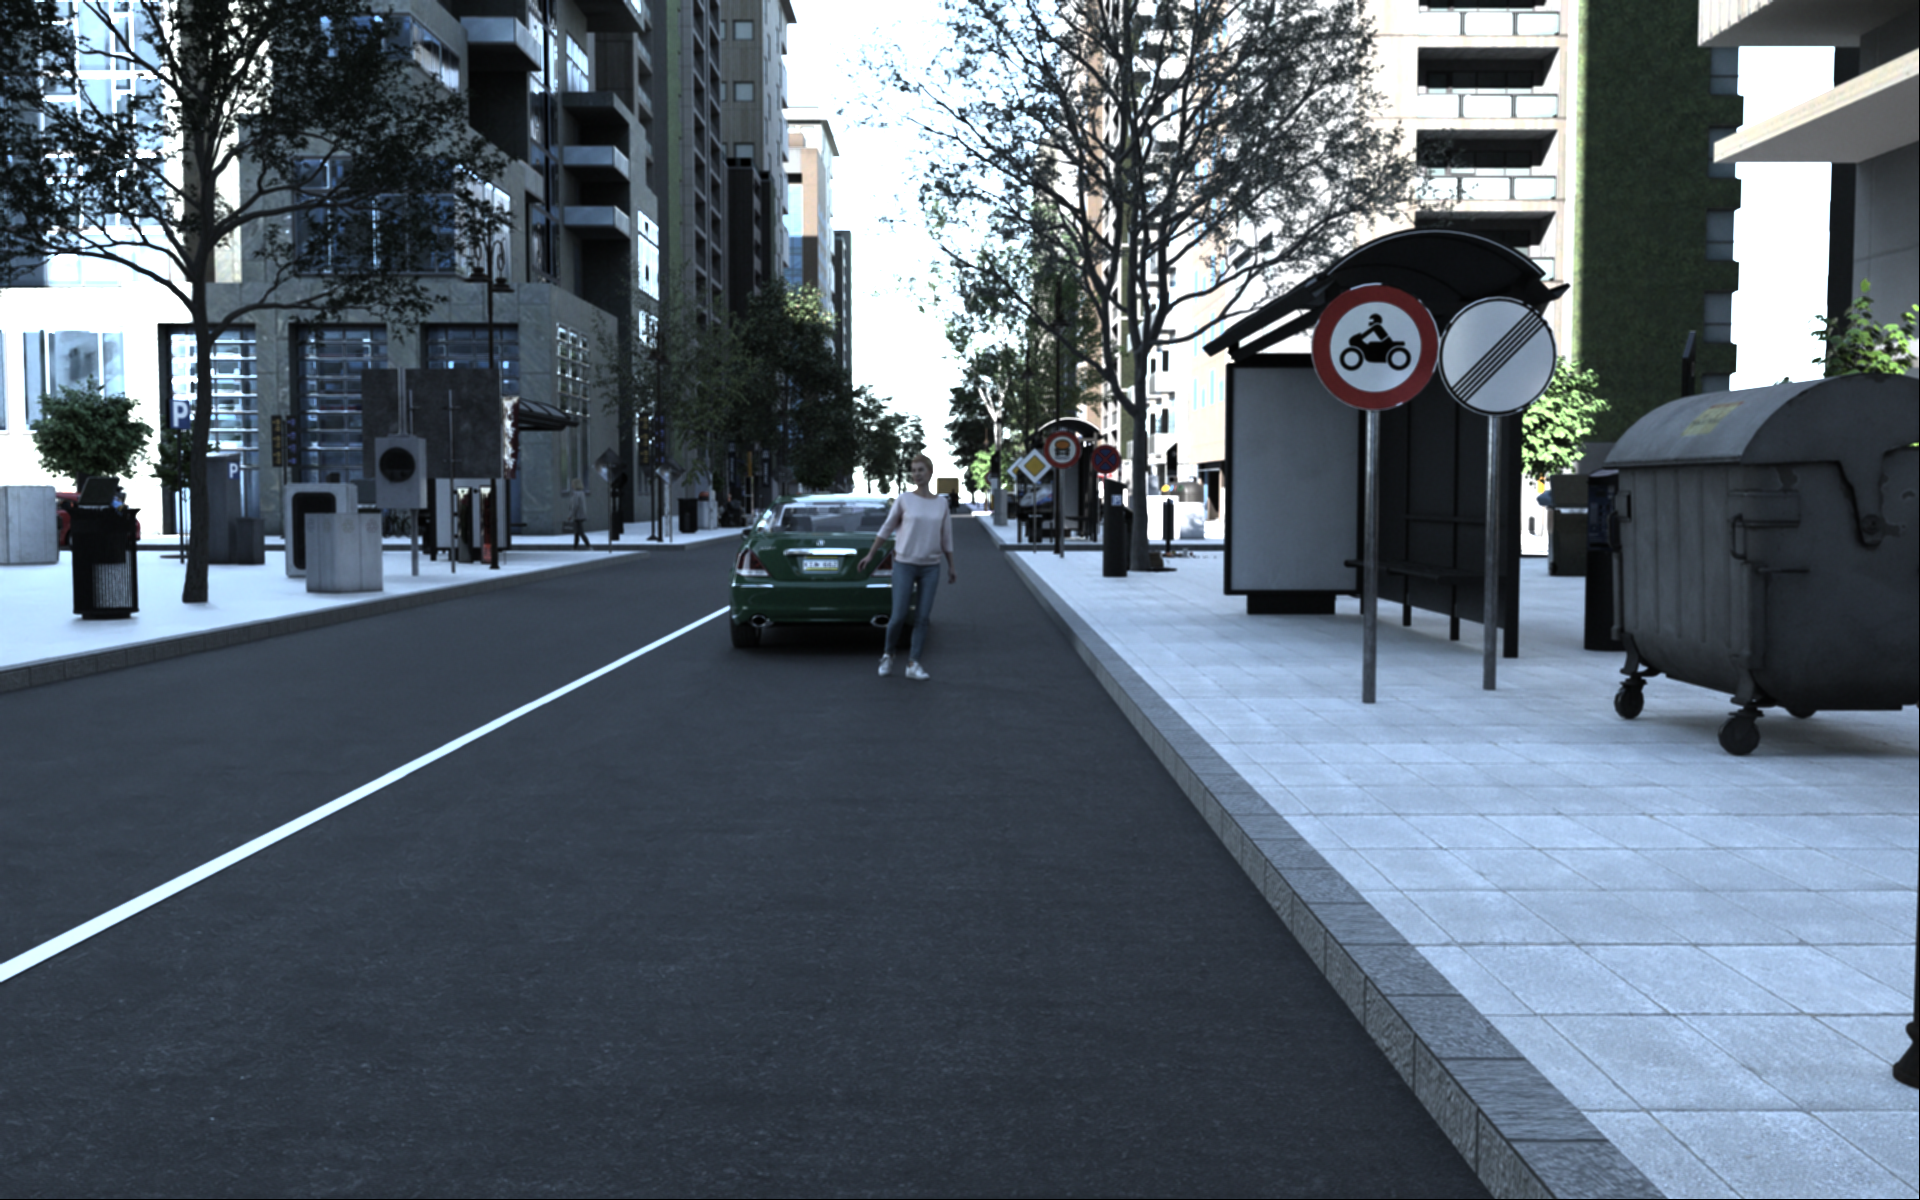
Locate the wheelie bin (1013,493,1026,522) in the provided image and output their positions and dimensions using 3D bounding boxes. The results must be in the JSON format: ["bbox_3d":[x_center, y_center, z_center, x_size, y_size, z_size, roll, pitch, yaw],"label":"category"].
[{"bbox_3d":[2.920,-4.342,78.902,0.980,1.594,0.693,0,4,8],"label":"wheelie bin"}]

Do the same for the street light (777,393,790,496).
[{"bbox_3d":[-8.111,-6.536,79.647,0.468,5.910,1.993,0,3,0],"label":"street light"}]

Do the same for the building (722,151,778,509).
[{"bbox_3d":[-23.427,-23.044,148.466,14.160,30.474,14.107,0,3,0],"label":"building"}]

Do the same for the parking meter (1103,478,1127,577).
[{"bbox_3d":[2.409,-1.130,26.880,0.372,1.533,0.369,0,3,0],"label":"parking meter"}]

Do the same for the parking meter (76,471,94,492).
[{"bbox_3d":[-22.548,-2.385,44.701,0.399,1.863,0.255,-3,5,-45],"label":"parking meter"}]

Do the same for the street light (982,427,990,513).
[{"bbox_3d":[1.835,-9.018,120.232,0.468,5.910,1.993,0,3,0],"label":"street light"}]

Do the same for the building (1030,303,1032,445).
[{"bbox_3d":[16.740,-28.886,243.991,14.160,30.474,14.107,0,3,0],"label":"building"}]

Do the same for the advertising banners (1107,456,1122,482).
[{"bbox_3d":[7.224,-5.172,80.749,0.090,3.025,2.074,-1,4,-11],"label":"advertising banners"}]

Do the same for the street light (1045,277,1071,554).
[{"bbox_3d":[2.089,-3.928,37.017,0.468,5.910,1.993,0,3,0],"label":"street light"}]

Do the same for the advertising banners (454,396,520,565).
[{"bbox_3d":[-8.633,-2.166,31.610,2.074,3.025,0.090,3,5,41],"label":"advertising banners"}]

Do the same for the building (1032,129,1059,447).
[{"bbox_3d":[20.475,-36.762,224.759,21.300,48.544,21.600,0,3,0],"label":"building"}]

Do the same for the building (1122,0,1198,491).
[{"bbox_3d":[22.091,-29.672,104.752,23.786,49.044,30.456,0,3,0],"label":"building"}]

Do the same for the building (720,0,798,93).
[{"bbox_3d":[-31.046,-35.431,168.533,28.713,52.752,27.495,0,3,0],"label":"building"}]

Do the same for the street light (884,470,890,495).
[{"bbox_3d":[-8.391,-14.244,205.684,0.468,5.910,1.993,0,3,0],"label":"street light"}]

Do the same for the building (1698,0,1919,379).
[{"bbox_3d":[25.591,-26.016,14.595,28.713,52.752,27.495,0,3,0],"label":"building"}]

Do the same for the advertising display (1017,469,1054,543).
[{"bbox_3d":[1.967,-2.450,45.269,0.974,1.923,0.123,0,4,0],"label":"advertising display"}]

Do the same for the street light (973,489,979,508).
[{"bbox_3d":[1.714,-11.610,162.618,0.468,5.910,1.993,0,3,0],"label":"street light"}]

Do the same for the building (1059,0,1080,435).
[{"bbox_3d":[20.391,-38.639,173.752,21.231,58.520,28.212,0,3,0],"label":"building"}]

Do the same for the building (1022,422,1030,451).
[{"bbox_3d":[23.658,-25.751,266.075,27.650,21.520,28.899,0,3,0],"label":"building"}]

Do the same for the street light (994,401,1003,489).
[{"bbox_3d":[1.928,-6.932,86.133,0.468,5.910,1.993,0,3,0],"label":"street light"}]

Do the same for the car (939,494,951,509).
[{"bbox_3d":[-1.609,-9.581,168.653,2.014,1.417,4.499,0,4,1],"label":"car"}]

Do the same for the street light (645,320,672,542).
[{"bbox_3d":[-8.032,-4.492,46.234,0.468,5.910,1.993,0,3,0],"label":"street light"}]

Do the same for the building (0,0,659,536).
[{"bbox_3d":[-23.666,-46.076,66.013,22.319,86.520,31.000,0,3,0],"label":"building"}]

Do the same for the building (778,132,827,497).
[{"bbox_3d":[-24.223,-34.769,218.587,14.600,45.320,14.200,0,3,0],"label":"building"}]

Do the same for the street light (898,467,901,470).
[{"bbox_3d":[-8.404,-16.289,239.116,0.468,5.910,1.993,0,3,0],"label":"street light"}]

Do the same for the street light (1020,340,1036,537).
[{"bbox_3d":[2.033,-4.853,52.142,0.468,5.910,1.993,0,3,0],"label":"street light"}]

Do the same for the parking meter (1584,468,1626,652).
[{"bbox_3d":[5.347,-0.357,14.243,0.372,1.533,0.369,0,3,0],"label":"parking meter"}]

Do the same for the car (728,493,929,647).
[{"bbox_3d":[-1.233,-0.356,17.625,2.131,1.459,4.920,0,3,0],"label":"car"}]

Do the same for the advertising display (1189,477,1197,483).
[{"bbox_3d":[8.623,-3.608,64.204,0.123,1.923,0.974,0,4,-2],"label":"advertising display"}]

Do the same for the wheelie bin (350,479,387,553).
[{"bbox_3d":[-12.778,-1.793,37.218,0.980,1.594,0.693,-1,4,-14],"label":"wheelie bin"}]

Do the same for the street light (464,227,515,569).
[{"bbox_3d":[-7.979,-3.470,29.515,0.468,5.910,1.993,0,3,0],"label":"street light"}]

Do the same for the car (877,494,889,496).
[{"bbox_3d":[-5.446,-6.398,116.412,2.131,1.459,4.920,0,4,0],"label":"car"}]

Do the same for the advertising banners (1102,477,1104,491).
[{"bbox_3d":[8.786,-7.104,112.339,2.074,3.025,0.090,-1,4,-22],"label":"advertising banners"}]

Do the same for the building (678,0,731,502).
[{"bbox_3d":[-26.517,-42.280,129.534,20.563,71.187,20.611,0,3,0],"label":"building"}]

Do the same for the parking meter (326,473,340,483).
[{"bbox_3d":[-17.122,-2.545,47.327,0.255,1.863,0.399,-3,5,-43],"label":"parking meter"}]

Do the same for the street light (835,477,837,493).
[{"bbox_3d":[-8.167,-8.631,113.906,0.468,5.910,1.993,0,3,0],"label":"street light"}]

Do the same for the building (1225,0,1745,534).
[{"bbox_3d":[17.213,-23.003,59.699,14.086,41.232,14.154,0,3,0],"label":"building"}]

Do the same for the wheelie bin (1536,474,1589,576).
[{"bbox_3d":[9.551,-1.181,27.218,0.980,1.594,0.693,1,4,8],"label":"wheelie bin"}]

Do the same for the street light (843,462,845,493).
[{"bbox_3d":[-8.185,-9.138,122.201,0.468,5.910,1.993,0,3,0],"label":"street light"}]

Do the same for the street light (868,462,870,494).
[{"bbox_3d":[-8.217,-11.213,156.119,0.468,5.910,1.993,0,3,0],"label":"street light"}]

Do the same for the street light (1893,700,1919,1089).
[{"bbox_3d":[2.139,-1.885,3.604,0.468,5.910,1.993,0,3,0],"label":"street light"}]

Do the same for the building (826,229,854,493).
[{"bbox_3d":[-23.442,-35.271,260.273,14.154,41.232,14.086,0,3,0],"label":"building"}]

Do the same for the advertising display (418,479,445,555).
[{"bbox_3d":[-11.328,-1.943,36.989,0.123,1.923,0.974,2,4,24],"label":"advertising display"}]

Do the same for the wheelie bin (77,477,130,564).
[{"bbox_3d":[-15.823,-1.473,31.988,0.980,1.594,0.693,0,4,7],"label":"wheelie bin"}]

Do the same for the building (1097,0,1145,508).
[{"bbox_3d":[19.949,-42.553,133.987,20.563,71.187,20.611,0,3,0],"label":"building"}]

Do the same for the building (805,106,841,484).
[{"bbox_3d":[-31.474,-39.750,239.154,28.713,52.752,27.495,0,3,0],"label":"building"}]

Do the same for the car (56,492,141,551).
[{"bbox_3d":[-22.062,-1.983,41.464,4.494,1.783,2.155,0,4,0],"label":"car"}]

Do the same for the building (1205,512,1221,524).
[{"bbox_3d":[17.904,-25.962,74.586,14.600,45.320,14.200,0,3,0],"label":"building"}]

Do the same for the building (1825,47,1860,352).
[{"bbox_3d":[43.055,-26.670,59.759,21.600,48.544,21.300,0,3,0],"label":"building"}]

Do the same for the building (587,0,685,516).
[{"bbox_3d":[-23.802,-25.339,97.881,14.154,41.232,14.086,0,3,0],"label":"building"}]

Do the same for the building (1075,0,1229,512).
[{"bbox_3d":[17.588,-30.744,152.768,14.600,45.320,14.200,0,3,0],"label":"building"}]
